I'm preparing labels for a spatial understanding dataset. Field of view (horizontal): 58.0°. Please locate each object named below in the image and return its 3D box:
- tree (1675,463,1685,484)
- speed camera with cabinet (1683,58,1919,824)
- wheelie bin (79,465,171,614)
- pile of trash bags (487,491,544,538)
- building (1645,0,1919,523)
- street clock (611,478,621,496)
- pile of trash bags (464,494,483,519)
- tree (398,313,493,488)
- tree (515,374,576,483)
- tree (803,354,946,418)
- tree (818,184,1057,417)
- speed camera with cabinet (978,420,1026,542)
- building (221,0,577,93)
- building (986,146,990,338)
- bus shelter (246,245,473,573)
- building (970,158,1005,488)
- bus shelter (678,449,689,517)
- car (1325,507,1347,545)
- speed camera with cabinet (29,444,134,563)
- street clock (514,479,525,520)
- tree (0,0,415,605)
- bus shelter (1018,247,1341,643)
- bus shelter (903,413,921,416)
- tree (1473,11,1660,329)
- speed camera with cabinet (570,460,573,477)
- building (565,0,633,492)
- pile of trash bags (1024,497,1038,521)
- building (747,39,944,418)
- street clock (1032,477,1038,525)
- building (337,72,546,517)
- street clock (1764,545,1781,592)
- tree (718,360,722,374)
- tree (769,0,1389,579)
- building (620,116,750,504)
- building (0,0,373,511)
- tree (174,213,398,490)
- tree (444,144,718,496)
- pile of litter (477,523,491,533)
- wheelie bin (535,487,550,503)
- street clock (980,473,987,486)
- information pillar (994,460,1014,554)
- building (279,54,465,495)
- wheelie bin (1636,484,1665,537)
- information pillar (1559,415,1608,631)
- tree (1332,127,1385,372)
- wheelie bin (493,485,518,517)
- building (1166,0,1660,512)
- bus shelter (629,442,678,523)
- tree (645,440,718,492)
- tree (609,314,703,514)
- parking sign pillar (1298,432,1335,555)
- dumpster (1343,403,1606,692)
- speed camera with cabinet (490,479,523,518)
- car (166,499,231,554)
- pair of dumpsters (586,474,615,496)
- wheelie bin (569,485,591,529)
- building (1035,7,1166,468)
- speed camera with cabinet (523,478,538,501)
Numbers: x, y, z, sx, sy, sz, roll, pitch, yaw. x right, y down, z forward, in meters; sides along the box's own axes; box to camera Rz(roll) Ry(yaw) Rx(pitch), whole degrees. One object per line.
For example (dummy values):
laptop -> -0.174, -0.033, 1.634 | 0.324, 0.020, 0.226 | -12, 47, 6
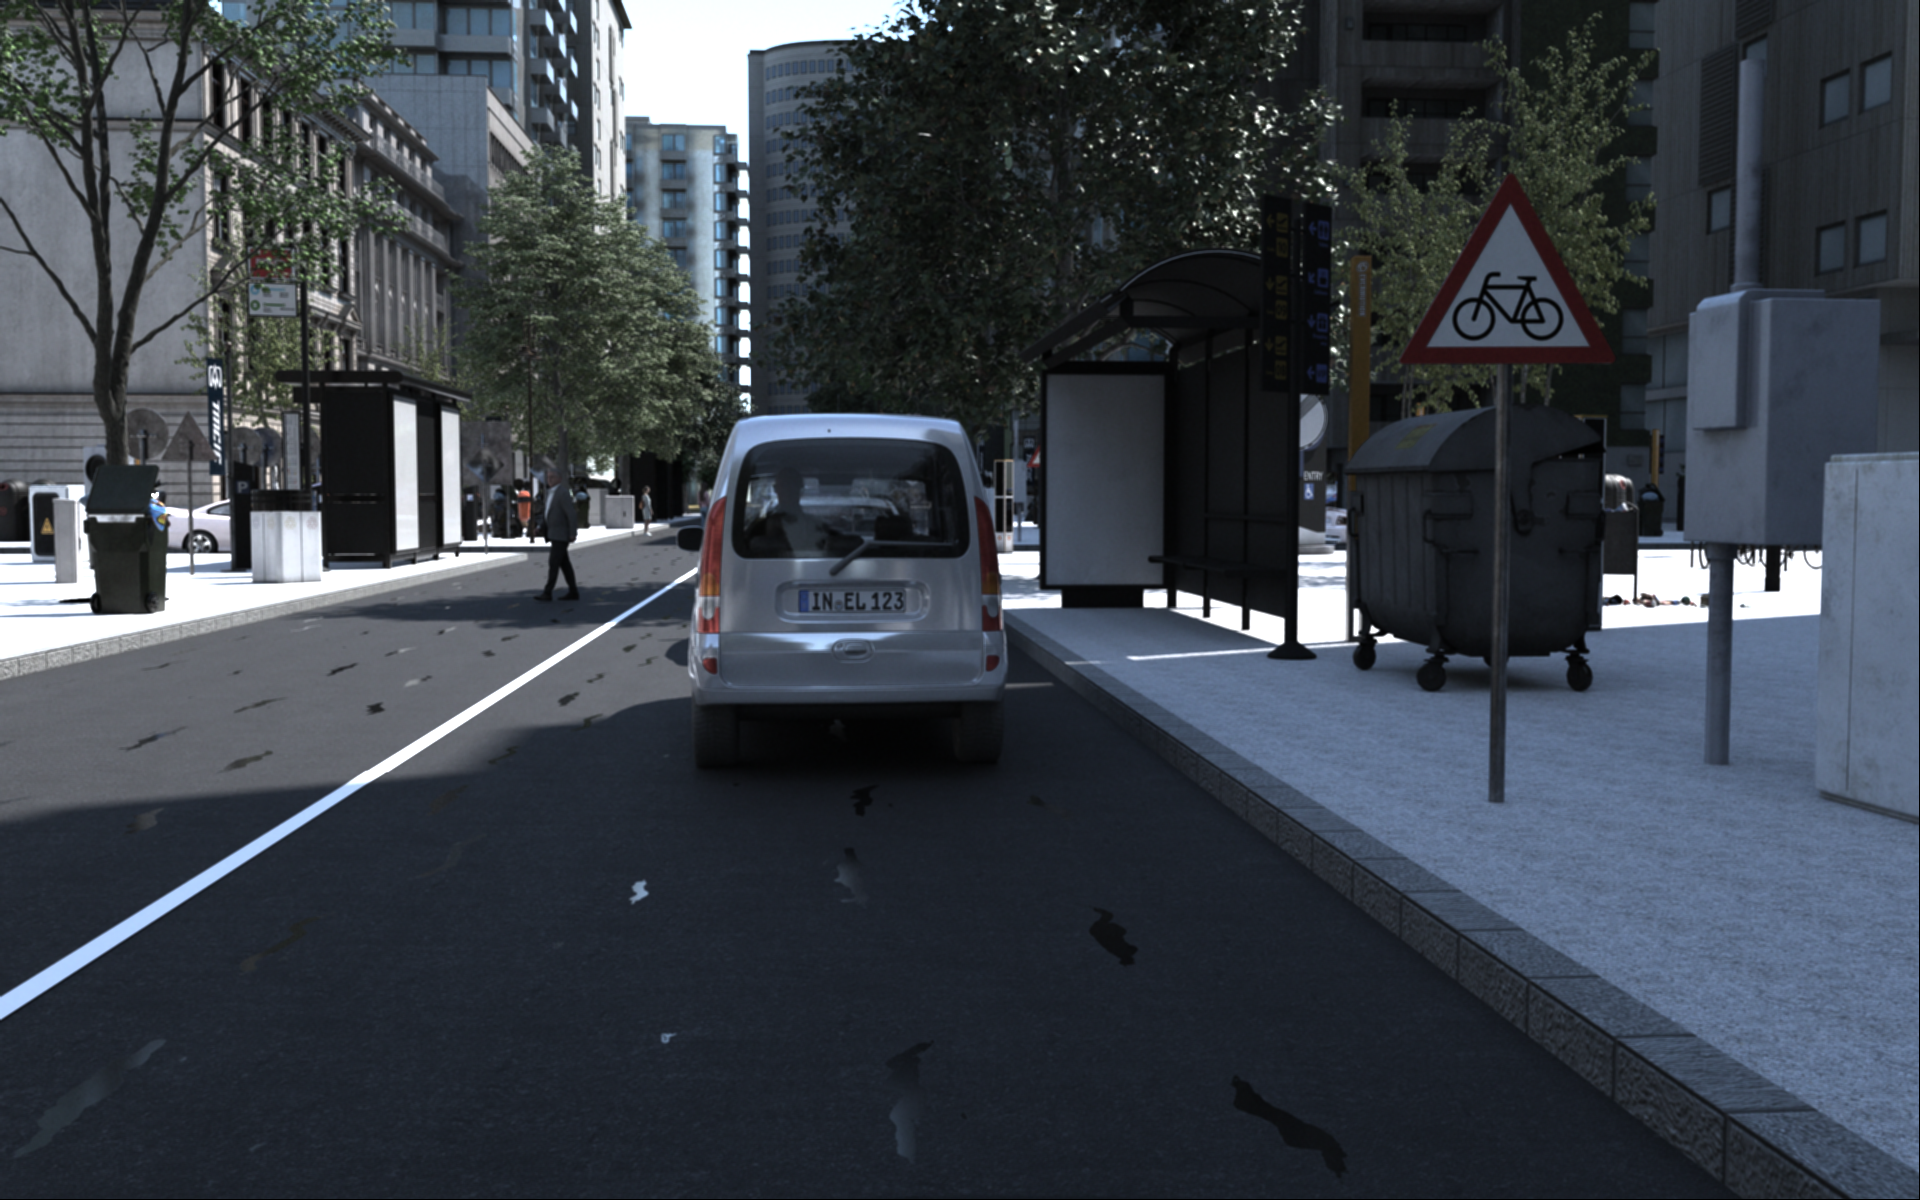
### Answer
tree -> 26.094, -4.043, 60.706 | 1.663, 3.219, 1.824 | 0, 3, 0
speed camera with cabinet -> 3.892, -0.796, 7.345 | 0.660, 3.252, 2.038 | 0, 4, -8
wheelie bin -> -8.981, -0.659, 18.684 | 0.980, 1.594, 0.693 | 0, 4, -2
pile of trash bags -> -13.191, -2.597, 52.218 | 1.912, 1.369, 3.447 | -1, 4, -13
building -> 43.944, -29.565, 72.623 | 27.495, 52.752, 28.713 | 0, 4, -5
street clock -> -15.858, -4.609, 79.931 | 0.471, 2.002, 0.358 | -1, 4, -11
pile of trash bags -> -25.042, -4.824, 88.632 | 1.912, 1.369, 3.447 | 0, 4, -8
tree -> -21.360, -7.397, 71.301 | 4.737, 8.622, 4.395 | 0, 3, 0
tree -> -23.712, -9.189, 100.597 | 4.360, 8.622, 3.978 | 0, 3, 0
tree -> -4.591, -11.619, 96.627 | 9.857, 13.997, 8.962 | 0, 3, 0
tree -> -0.384, -7.904, 54.991 | 9.928, 11.665, 9.643 | 0, 3, 0
speed camera with cabinet -> 0.940, -3.225, 47.062 | 0.660, 3.252, 2.038 | -3, 4, -38
building -> -41.377, -31.326, 131.792 | 23.786, 49.044, 30.456 | 0, 4, -5
building -> 5.581, -30.281, 178.696 | 14.154, 41.232, 14.086 | 0, 4, -5
bus shelter -> -10.634, -3.251, 30.792 | 2.179, 5.291, 8.768 | 0, 4, -5
building -> 12.228, -51.536, 155.285 | 22.319, 86.520, 31.000 | 0, 4, -5
bus shelter -> -15.704, -6.244, 93.370 | 1.731, 3.624, 6.357 | 0, 4, -5
car -> 11.153, -1.790, 41.629 | 4.827, 1.381, 2.083 | 0, 4, -4
speed camera with cabinet -> -16.395, -2.321, 32.286 | 2.038, 3.252, 0.660 | 1, 4, 20
street clock -> -20.845, -4.732, 81.940 | 0.471, 2.002, 0.358 | 0, 4, 7
tree -> -9.900, -5.773, 20.139 | 9.928, 11.665, 9.643 | 0, 3, 0
bus shelter -> 1.895, -1.411, 17.002 | 2.014, 3.302, 5.546 | 0, 4, -5
bus shelter -> -2.801, -6.482, 83.611 | 2.179, 5.291, 8.768 | 0, 4, -5
tree -> 8.997, -4.706, 27.307 | 4.737, 8.622, 4.395 | 0, 3, 0
speed camera with cabinet -> -20.559, -5.991, 92.287 | 0.660, 3.252, 2.038 | 1, 4, 13
building -> -46.631, -35.316, 166.657 | 27.495, 52.752, 28.713 | 0, 4, -5
pile of trash bags -> 4.508, -4.357, 80.987 | 1.912, 1.369, 3.447 | -2, 4, -30
building -> -12.924, -41.673, 223.347 | 28.212, 58.520, 21.231 | 0, 4, -5
street clock -> 3.170, -4.151, 72.443 | 0.358, 2.002, 0.471 | -1, 4, -12
building -> -33.464, -17.707, 107.536 | 12.078, 24.808, 19.932 | 0, 4, -5
street clock -> 10.730, -1.116, 22.815 | 0.358, 2.002, 0.471 | 2, 4, 26
tree -> -13.512, -9.414, 72.039 | 7.486, 12.596, 7.792 | 0, 3, 0
tree -> 1.531, -6.660, 25.896 | 9.611, 12.733, 9.660 | 0, 3, 0
building -> -42.283, -36.837, 221.898 | 30.456, 49.044, 23.786 | 0, 4, -5
building -> -29.145, -12.148, 63.248 | 10.561, 19.102, 19.286 | 0, 4, -5
tree -> -18.085, -5.810, 45.357 | 4.737, 8.622, 4.395 | 0, 3, 0
tree -> -13.522, -8.504, 57.163 | 7.486, 12.596, 7.792 | 0, 3, 0
pile of litter -> -15.743, -2.698, 58.075 | 1.176, 0.858, 1.719 | 2, 4, 24
wheelie bin -> -21.717, -5.022, 90.011 | 0.693, 1.594, 0.980 | -1, 4, -22
street clock -> 0.693, -3.385, 59.921 | 0.358, 2.002, 0.471 | -3, 5, -41
information pillar -> 0.945, -2.010, 37.353 | 0.304, 2.012, 0.304 | 3, 5, 40
building -> -33.527, -14.911, 85.592 | 13.314, 21.916, 24.055 | 0, 4, -5
wheelie bin -> 20.840, -2.715, 52.295 | 0.693, 1.594, 0.980 | 0, 4, -1
information pillar -> 5.829, -0.719, 16.256 | 0.304, 2.012, 0.304 | -1, 4, -22
tree -> 8.903, -5.059, 33.085 | 4.737, 8.622, 4.395 | 0, 3, 0
wheelie bin -> -14.722, -2.952, 56.168 | 0.693, 1.594, 0.980 | 1, 4, 15
building -> 15.818, -17.877, 63.984 | 14.107, 30.474, 14.160 | 0, 4, -5
bus shelter -> -14.486, -5.499, 81.199 | 1.731, 3.624, 6.357 | 0, 4, -5
tree -> -16.968, -7.138, 100.420 | 4.285, 4.588, 4.351 | 0, 3, 0
tree -> -17.691, -11.835, 110.512 | 9.611, 12.733, 9.660 | 0, 3, 0
parking sign pillar -> 7.299, -2.971, 37.045 | 1.447, 3.967, 1.447 | -3, 5, -44
dumpster -> 3.515, -0.377, 11.927 | 1.264, 1.857, 1.865 | 0, 4, -5
speed camera with cabinet -> -21.058, -5.243, 80.057 | 0.660, 3.252, 2.038 | 0, 4, 8
car -> -15.360, -1.620, 38.853 | 4.827, 1.381, 2.083 | 0, 4, -4
pair of dumpsters -> -17.049, -4.805, 81.059 | 1.574, 2.255, 4.437 | 0, 4, -5
wheelie bin -> -14.035, -3.414, 63.728 | 0.980, 1.594, 0.693 | 2, 4, 35
building -> 17.257, -29.738, 105.823 | 23.786, 49.044, 30.456 | 0, 4, -5
speed camera with cabinet -> -24.668, -6.283, 97.071 | 2.038, 3.252, 0.660 | 1, 4, 22
